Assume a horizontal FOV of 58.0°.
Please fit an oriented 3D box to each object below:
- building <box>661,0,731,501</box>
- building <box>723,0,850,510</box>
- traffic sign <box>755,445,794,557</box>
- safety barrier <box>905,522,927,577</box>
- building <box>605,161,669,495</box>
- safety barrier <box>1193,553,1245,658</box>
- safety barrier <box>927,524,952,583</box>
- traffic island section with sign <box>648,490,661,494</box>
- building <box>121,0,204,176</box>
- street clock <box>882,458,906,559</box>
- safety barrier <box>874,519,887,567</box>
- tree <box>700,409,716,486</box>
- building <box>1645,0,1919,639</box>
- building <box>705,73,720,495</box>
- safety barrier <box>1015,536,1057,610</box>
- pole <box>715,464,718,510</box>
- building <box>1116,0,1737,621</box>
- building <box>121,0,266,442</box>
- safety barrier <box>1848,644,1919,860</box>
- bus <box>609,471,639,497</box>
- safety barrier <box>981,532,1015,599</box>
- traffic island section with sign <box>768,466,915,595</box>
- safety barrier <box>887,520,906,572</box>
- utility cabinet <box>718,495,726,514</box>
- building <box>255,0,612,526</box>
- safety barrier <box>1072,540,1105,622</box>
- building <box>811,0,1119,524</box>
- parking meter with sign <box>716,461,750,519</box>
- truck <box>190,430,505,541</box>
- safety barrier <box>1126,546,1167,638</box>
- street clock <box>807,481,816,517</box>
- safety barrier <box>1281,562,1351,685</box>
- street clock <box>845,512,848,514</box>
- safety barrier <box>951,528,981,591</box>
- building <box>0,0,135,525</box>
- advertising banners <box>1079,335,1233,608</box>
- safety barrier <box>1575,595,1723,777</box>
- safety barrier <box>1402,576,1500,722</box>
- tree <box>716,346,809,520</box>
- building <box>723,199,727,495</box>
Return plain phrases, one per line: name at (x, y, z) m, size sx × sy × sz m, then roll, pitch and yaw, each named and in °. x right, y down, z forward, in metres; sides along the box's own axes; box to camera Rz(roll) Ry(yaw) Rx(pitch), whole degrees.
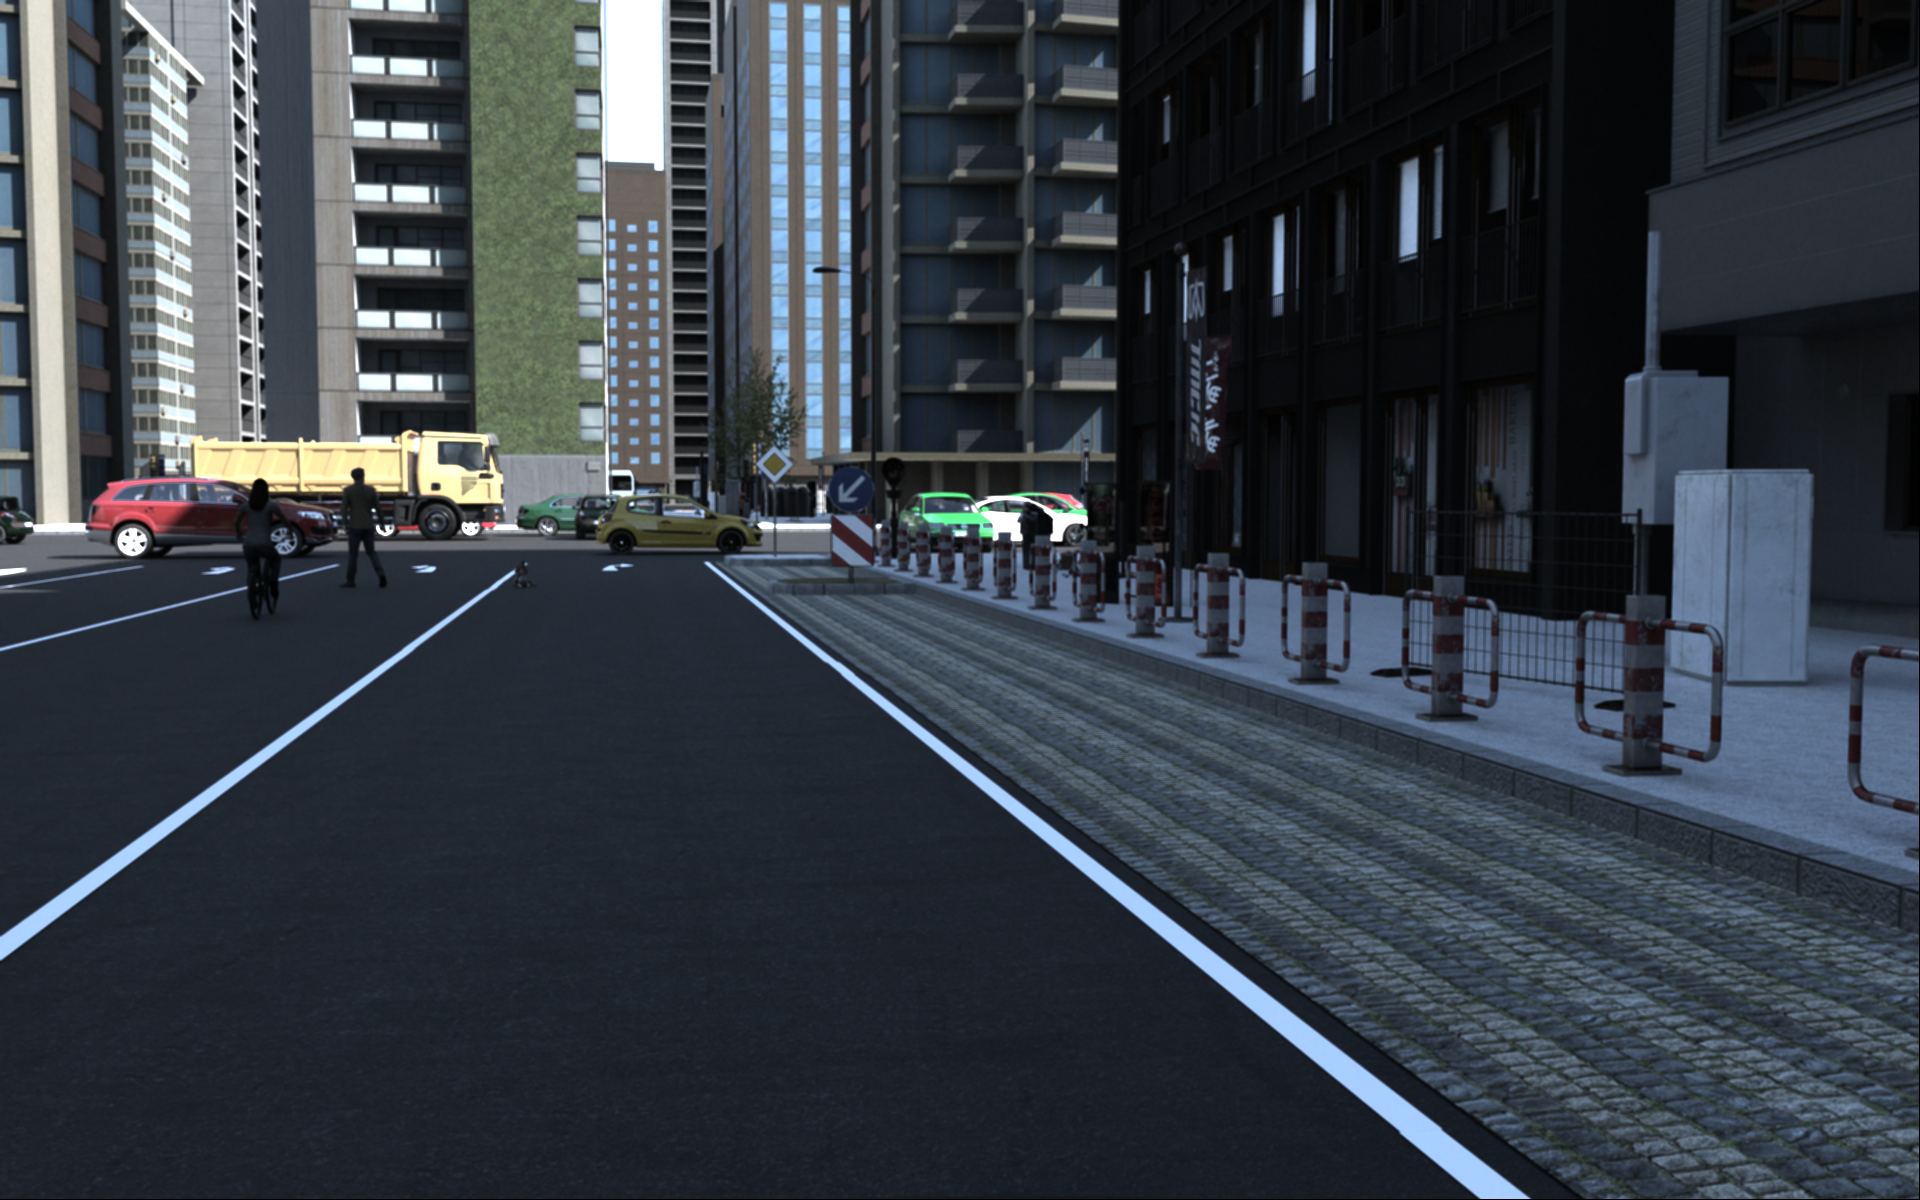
building at (-30.079, -48.884, 237.513) m, size 20.611 × 71.187 × 20.563 m, roll -1°, pitch 4°, yaw -11°
building at (-13.588, -30.852, 154.543) m, size 14.600 × 45.320 × 14.200 m, roll -1°, pitch 4°, yaw -11°
traffic sign at (-3.789, -1.943, 35.404) m, size 0.795 × 2.450 × 0.064 m, roll -1°, pitch 4°, yaw -11°
safety barrier at (-0.567, -0.769, 26.855) m, size 0.300 × 0.817 × 1.120 m, roll -1°, pitch 4°, yaw -11°
building at (-46.511, -35.569, 231.657) m, size 14.200 × 45.320 × 14.600 m, roll -1°, pitch 4°, yaw -11°
safety barrier at (2.028, 0.041, 13.610) m, size 0.300 × 0.817 × 1.120 m, roll -1°, pitch 4°, yaw -11°
safety barrier at (-0.197, -0.654, 24.964) m, size 0.300 × 0.817 × 1.120 m, roll -1°, pitch 4°, yaw -11°
traffic island section with sign at (-32.500, -10.598, 181.912) m, size 1.989 × 1.847 × 2.006 m, roll -1°, pitch 4°, yaw -11°
building at (-72.448, -26.830, 130.551) m, size 32.217 × 40.220 × 23.993 m, roll -1°, pitch 4°, yaw -11°
street clock at (-1.312, -1.827, 34.442) m, size 0.471 × 2.002 × 0.358 m, roll 0°, pitch 4°, yaw 3°
safety barrier at (-1.307, -1.000, 30.629) m, size 0.300 × 0.817 × 1.120 m, roll -1°, pitch 4°, yaw -11°
tree at (-13.553, -9.486, 105.464) m, size 4.737 × 8.622 × 4.395 m, roll 0°, pitch 3°, yaw 0°
building at (16.128, -11.278, 3.465) m, size 14.314 × 24.678 × 30.058 m, roll -1°, pitch 4°, yaw -11°
building at (-19.399, -32.580, 182.795) m, size 14.600 × 45.320 × 14.200 m, roll -1°, pitch 4°, yaw -11°
safety barrier at (0.918, -0.306, 19.280) m, size 0.300 × 0.817 × 1.120 m, roll -1°, pitch 4°, yaw -11°
pole at (-16.573, -7.581, 117.785) m, size 0.158 × 3.312 × 0.155 m, roll 0°, pitch 3°, yaw 0°
building at (10.519, -11.992, 25.746) m, size 12.332 × 23.373 × 15.834 m, roll -1°, pitch 4°, yaw -11°
building at (-70.487, -43.695, 152.671) m, size 20.563 × 71.187 × 20.611 m, roll -1°, pitch 4°, yaw -11°
safety barrier at (3.512, 0.502, 6.063) m, size 0.300 × 0.817 × 1.120 m, roll -1°, pitch 4°, yaw -11°
bus at (-27.981, -9.017, 142.291) m, size 2.948 × 3.499 × 13.247 m, roll -1°, pitch 4°, yaw -10°
safety barrier at (0.545, -0.422, 21.178) m, size 0.300 × 0.817 × 1.120 m, roll -1°, pitch 4°, yaw -11°
traffic island section with sign at (-1.794, -1.025, 25.384) m, size 1.989 × 1.847 × 2.006 m, roll -1°, pitch 4°, yaw -11°
safety barrier at (-0.939, -0.885, 28.747) m, size 0.300 × 0.817 × 1.120 m, roll -1°, pitch 4°, yaw -11°
utility cabinet at (-12.626, -5.047, 93.674) m, size 1.020 × 1.237 × 0.306 m, roll 1°, pitch 4°, yaw 13°
building at (-22.580, -23.974, 75.564) m, size 14.086 × 41.232 × 14.154 m, roll -1°, pitch 4°, yaw -11°
safety barrier at (1.290, -0.190, 17.389) m, size 0.300 × 0.817 × 1.120 m, roll -1°, pitch 4°, yaw -11°
building at (7.553, -26.205, 83.072) m, size 28.867 × 44.769 × 22.147 m, roll -1°, pitch 4°, yaw -11°
parking meter with sign at (-11.839, -5.751, 90.294) m, size 1.738 × 3.016 × 0.543 m, roll 0°, pitch 4°, yaw -4°
truck at (-18.345, -3.534, 53.709) m, size 9.791 × 3.379 × 3.469 m, roll -1°, pitch 4°, yaw -12°
safety barrier at (1.660, -0.074, 15.491) m, size 0.300 × 0.817 × 1.120 m, roll -1°, pitch 4°, yaw -11°
street clock at (-8.163, -5.545, 95.238) m, size 0.471 × 2.002 × 0.358 m, roll -3°, pitch 5°, yaw -39°
safety barrier at (2.399, 0.156, 11.729) m, size 0.300 × 0.817 × 1.120 m, roll -1°, pitch 4°, yaw -11°
street clock at (-4.483, -3.959, 69.296) m, size 0.358 × 2.002 × 0.471 m, roll -2°, pitch 4°, yaw -28°
safety barrier at (0.173, -0.538, 23.076) m, size 0.300 × 0.817 × 1.120 m, roll -1°, pitch 4°, yaw -11°
building at (-52.315, -25.645, 73.924) m, size 28.867 × 44.769 × 22.147 m, roll -1°, pitch 4°, yaw -11°
advertising banners at (2.219, -1.444, 19.800) m, size 2.074 × 3.025 × 0.090 m, roll 3°, pitch 5°, yaw 42°
safety barrier at (3.138, 0.387, 7.946) m, size 0.300 × 0.817 × 1.120 m, roll -1°, pitch 4°, yaw -11°
safety barrier at (2.769, 0.272, 9.828) m, size 0.300 × 0.817 × 1.120 m, roll -1°, pitch 4°, yaw -11°
tree at (-9.608, -8.294, 85.976) m, size 4.737 × 8.622 × 4.395 m, roll 0°, pitch 3°, yaw 0°
building at (-16.099, -24.314, 169.240) m, size 14.160 × 30.474 × 14.107 m, roll -1°, pitch 4°, yaw -11°
